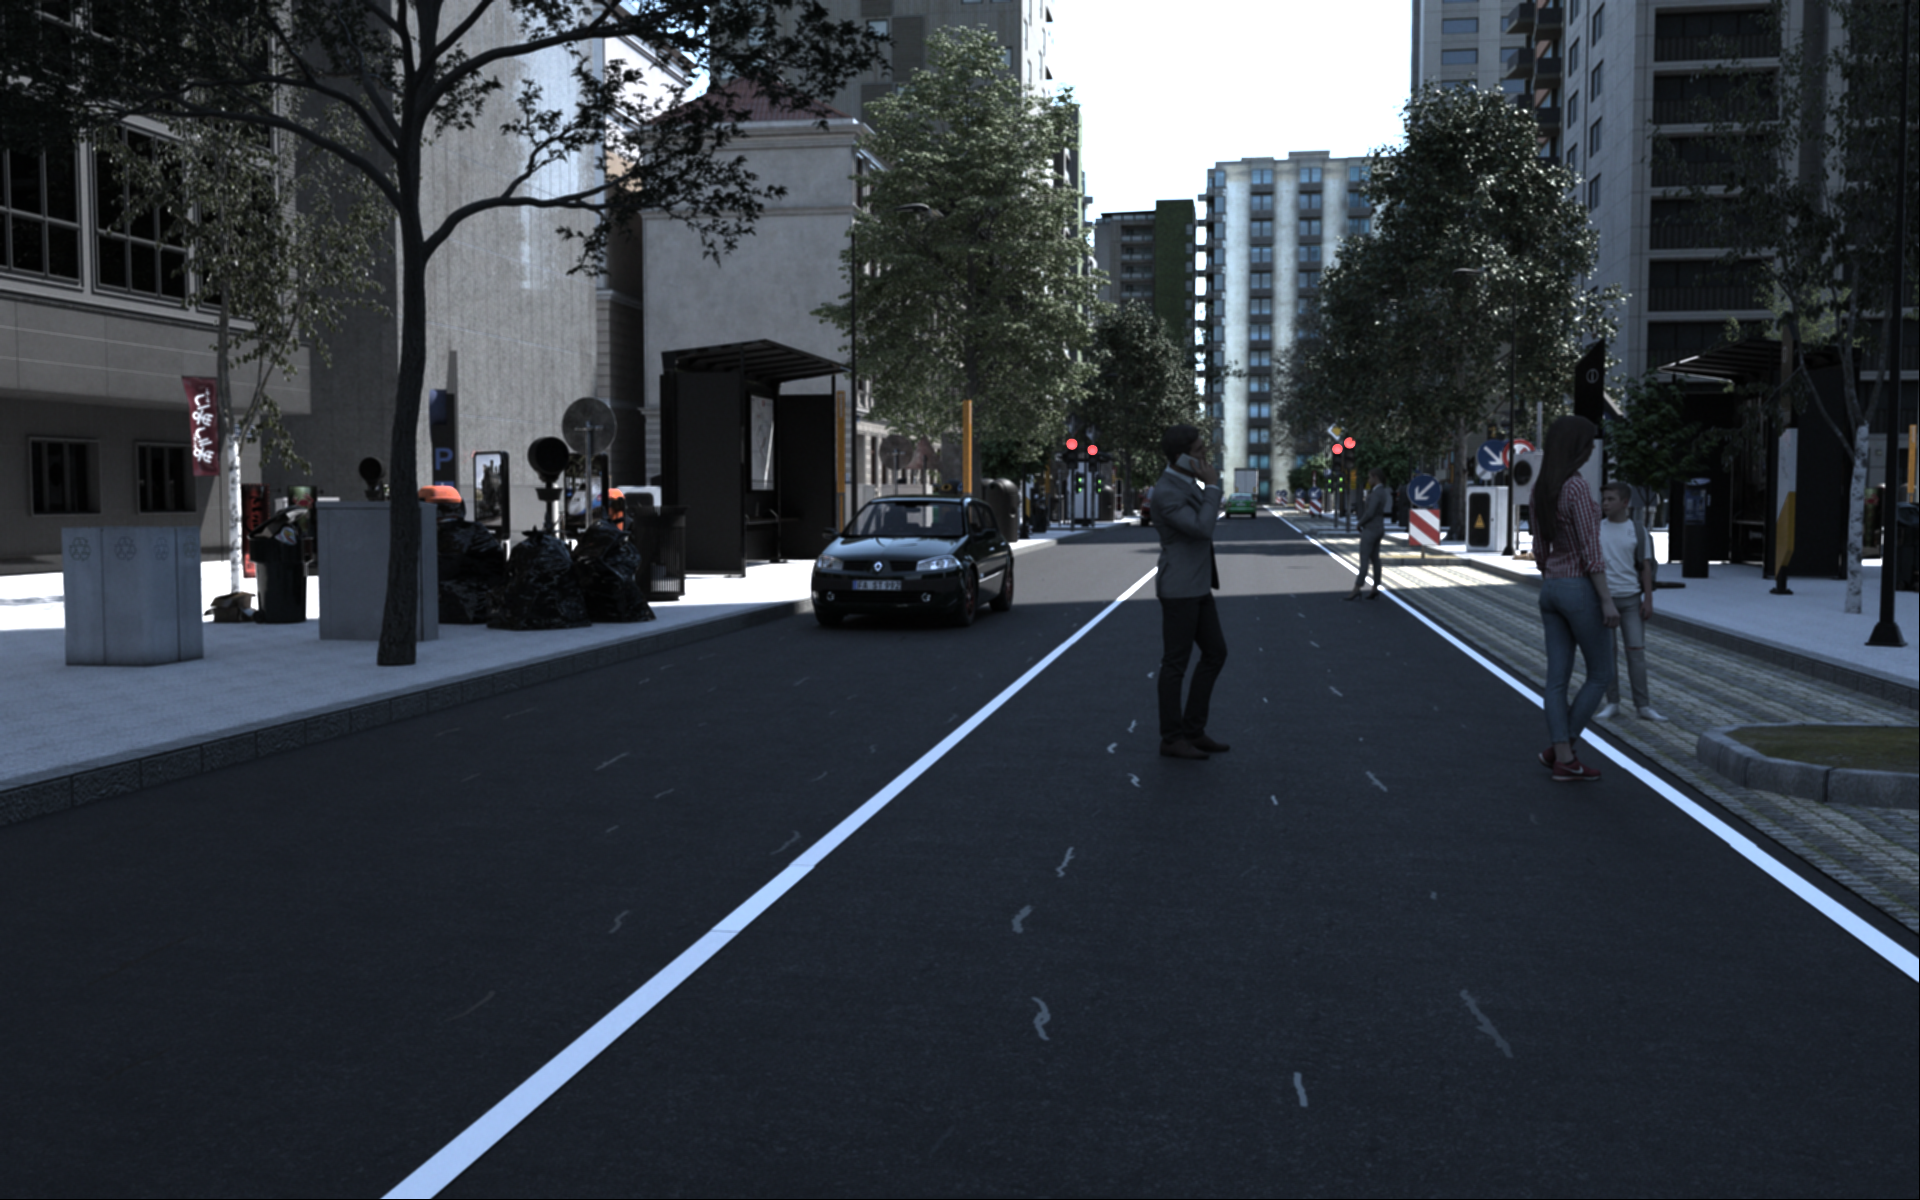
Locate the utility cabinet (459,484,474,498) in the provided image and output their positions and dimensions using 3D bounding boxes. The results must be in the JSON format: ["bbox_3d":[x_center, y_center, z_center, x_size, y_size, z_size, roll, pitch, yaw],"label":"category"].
[{"bbox_3d":[-10.496,-1.734,37.037,1.173,1.500,0.318,2,4,29],"label":"utility cabinet"}]

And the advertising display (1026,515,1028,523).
[{"bbox_3d":[2.886,-4.237,74.481,0.123,1.923,0.974,1,4,18],"label":"advertising display"}]

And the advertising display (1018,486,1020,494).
[{"bbox_3d":[4.192,-7.419,126.512,0.974,1.923,0.123,1,4,17],"label":"advertising display"}]

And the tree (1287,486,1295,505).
[{"bbox_3d":[41.144,-13.345,212.785,1.663,3.219,1.824,0,3,0],"label":"tree"}]

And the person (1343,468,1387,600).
[{"bbox_3d":[5.506,-0.903,23.536,0.573,1.790,0.520,1,4,10],"label":"person"}]

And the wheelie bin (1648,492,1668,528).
[{"bbox_3d":[26.441,-3.536,65.729,0.693,1.594,0.980,3,4,37],"label":"wheelie bin"}]

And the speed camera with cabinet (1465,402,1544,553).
[{"bbox_3d":[11.938,-2.653,37.708,0.660,3.252,2.038,-2,4,-26],"label":"speed camera with cabinet"}]

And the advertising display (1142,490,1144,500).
[{"bbox_3d":[13.875,-7.703,131.164,0.123,1.923,0.974,1,4,8],"label":"advertising display"}]

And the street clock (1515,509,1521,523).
[{"bbox_3d":[25.136,-4.493,78.024,0.358,2.002,0.471,-3,4,-38],"label":"street clock"}]

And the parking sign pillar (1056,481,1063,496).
[{"bbox_3d":[6.888,-7.583,112.451,1.447,3.967,1.447,3,4,39],"label":"parking sign pillar"}]

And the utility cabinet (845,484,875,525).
[{"bbox_3d":[-2.229,-1.766,37.555,0.318,1.500,1.173,-2,4,-31],"label":"utility cabinet"}]

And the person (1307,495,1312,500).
[{"bbox_3d":[44.530,-12.943,220.651,0.750,1.759,0.617,1,4,12],"label":"person"}]

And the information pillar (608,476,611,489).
[{"bbox_3d":[-14.579,-4.104,71.588,0.304,2.012,0.304,0,4,-3],"label":"information pillar"}]

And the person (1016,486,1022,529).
[{"bbox_3d":[2.103,-3.410,64.795,0.519,1.759,0.362,3,5,42],"label":"person"}]

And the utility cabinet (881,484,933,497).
[{"bbox_3d":[-1.174,-1.824,38.501,1.173,1.500,0.318,2,4,31],"label":"utility cabinet"}]

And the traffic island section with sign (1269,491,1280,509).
[{"bbox_3d":[30.953,-9.637,166.198,1.989,1.847,2.006,1,4,9],"label":"traffic island section with sign"}]

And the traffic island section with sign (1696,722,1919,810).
[{"bbox_3d":[4.852,0.000,8.635,1.989,1.847,2.006,1,4,9],"label":"traffic island section with sign"}]

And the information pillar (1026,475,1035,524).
[{"bbox_3d":[2.878,-4.976,72.719,0.504,3.616,0.183,2,4,27],"label":"information pillar"}]

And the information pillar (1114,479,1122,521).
[{"bbox_3d":[7.687,-4.871,84.140,0.304,2.012,0.304,-1,4,-12],"label":"information pillar"}]

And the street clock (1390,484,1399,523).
[{"bbox_3d":[18.957,-4.344,75.598,0.358,2.002,0.471,3,4,37],"label":"street clock"}]

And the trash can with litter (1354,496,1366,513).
[{"bbox_3d":[27.770,-6.653,120.157,0.624,1.170,1.055,-3,5,-43],"label":"trash can with litter"}]

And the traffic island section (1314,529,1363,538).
[{"bbox_3d":[13.004,-2.180,57.930,2.009,0.180,2.903,1,4,9],"label":"traffic island section"}]

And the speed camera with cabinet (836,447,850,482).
[{"bbox_3d":[-4.812,-4.754,72.069,0.660,3.252,2.038,-1,4,-12],"label":"speed camera with cabinet"}]

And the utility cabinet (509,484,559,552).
[{"bbox_3d":[-9.305,-1.762,37.481,1.173,1.500,0.318,0,4,2],"label":"utility cabinet"}]

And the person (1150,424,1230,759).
[{"bbox_3d":[1.265,-0.047,9.448,0.473,1.802,0.592,2,4,31],"label":"person"}]

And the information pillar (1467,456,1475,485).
[{"bbox_3d":[31.377,-7.038,106.423,0.183,3.616,0.504,-3,5,-40],"label":"information pillar"}]

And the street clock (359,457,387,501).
[{"bbox_3d":[-11.591,-1.814,34.229,0.471,2.002,0.358,0,4,7],"label":"street clock"}]

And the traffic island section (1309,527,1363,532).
[{"bbox_3d":[14.309,-2.662,65.808,2.009,0.180,2.903,1,4,9],"label":"traffic island section"}]

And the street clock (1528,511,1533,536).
[{"bbox_3d":[17.681,-2.993,53.502,0.471,2.002,0.358,1,4,20],"label":"street clock"}]

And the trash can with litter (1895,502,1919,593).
[{"bbox_3d":[12.667,-0.695,22.751,0.624,1.170,1.055,0,4,-8],"label":"trash can with litter"}]

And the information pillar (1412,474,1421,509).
[{"bbox_3d":[16.951,-3.660,64.325,0.304,2.012,0.304,2,4,27],"label":"information pillar"}]

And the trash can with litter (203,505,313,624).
[{"bbox_3d":[-7.014,-0.359,17.259,1.055,1.170,0.624,0,4,5],"label":"trash can with litter"}]

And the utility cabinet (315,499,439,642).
[{"bbox_3d":[-5.128,-0.251,15.269,1.020,1.237,0.306,1,4,13],"label":"utility cabinet"}]

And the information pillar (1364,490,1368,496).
[{"bbox_3d":[32.554,-9.044,139.228,0.504,3.616,0.183,-1,4,-19],"label":"information pillar"}]

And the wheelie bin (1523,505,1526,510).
[{"bbox_3d":[33.896,-5.927,104.810,0.980,1.594,0.693,-1,4,-9],"label":"wheelie bin"}]

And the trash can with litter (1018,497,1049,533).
[{"bbox_3d":[2.382,-2.801,57.186,1.055,1.170,0.624,1,4,21],"label":"trash can with litter"}]

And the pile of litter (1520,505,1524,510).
[{"bbox_3d":[31.724,-5.182,98.683,1.176,0.858,1.719,0,4,-8],"label":"pile of litter"}]

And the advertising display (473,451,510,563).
[{"bbox_3d":[-7.123,-1.293,26.355,0.123,1.923,0.974,-3,5,-40],"label":"advertising display"}]

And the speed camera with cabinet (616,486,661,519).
[{"bbox_3d":[-6.388,-2.631,37.357,2.038,3.252,0.660,-1,4,-13],"label":"speed camera with cabinet"}]

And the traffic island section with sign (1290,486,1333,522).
[{"bbox_3d":[18.343,-4.982,90.075,1.989,1.847,2.006,1,4,9],"label":"traffic island section with sign"}]

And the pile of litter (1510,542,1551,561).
[{"bbox_3d":[11.418,-1.180,33.260,1.176,0.858,1.719,-2,4,-26],"label":"pile of litter"}]

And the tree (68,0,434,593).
[{"bbox_3d":[-8.930,-4.366,21.754,4.360,8.622,3.978,0,3,0],"label":"tree"}]

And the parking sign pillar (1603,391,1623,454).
[{"bbox_3d":[14.909,-3.173,40.344,1.447,3.967,1.447,-1,4,-9],"label":"parking sign pillar"}]

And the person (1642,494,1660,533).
[{"bbox_3d":[23.636,-3.101,59.395,0.606,1.804,0.583,1,4,11],"label":"person"}]

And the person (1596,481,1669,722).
[{"bbox_3d":[4.210,0.007,10.982,0.503,1.515,0.523,0,4,-8],"label":"person"}]

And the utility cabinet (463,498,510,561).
[{"bbox_3d":[-7.971,-1.065,28.567,1.020,1.237,0.306,0,3,0],"label":"utility cabinet"}]

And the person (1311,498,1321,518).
[{"bbox_3d":[19.367,-5.266,94.376,0.755,1.850,0.659,3,4,36],"label":"person"}]

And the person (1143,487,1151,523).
[{"bbox_3d":[9.326,-4.730,86.005,0.590,1.801,0.661,0,4,-2],"label":"person"}]

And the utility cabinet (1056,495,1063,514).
[{"bbox_3d":[4.794,-4.358,82.412,0.306,1.237,1.020,1,4,13],"label":"utility cabinet"}]

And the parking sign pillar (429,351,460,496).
[{"bbox_3d":[-9.495,-2.661,31.976,1.447,3.967,1.447,-1,4,-13],"label":"parking sign pillar"}]

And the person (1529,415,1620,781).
[{"bbox_3d":[3.077,-0.008,8.646,0.388,1.821,0.555,-2,4,-25],"label":"person"}]

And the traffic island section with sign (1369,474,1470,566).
[{"bbox_3d":[9.254,-1.627,35.230,1.989,1.847,2.006,1,4,9],"label":"traffic island section with sign"}]

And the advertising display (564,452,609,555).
[{"bbox_3d":[-5.841,-1.338,27.090,0.974,1.923,0.123,3,5,41],"label":"advertising display"}]

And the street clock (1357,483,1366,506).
[{"bbox_3d":[21.160,-5.305,91.312,0.358,2.002,0.471,-1,4,-22],"label":"street clock"}]

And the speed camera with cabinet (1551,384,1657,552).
[{"bbox_3d":[11.454,-2.226,30.727,2.038,3.252,0.660,-2,4,-27],"label":"speed camera with cabinet"}]

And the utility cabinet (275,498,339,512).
[{"bbox_3d":[-11.088,-1.119,29.453,0.306,1.237,1.020,3,5,40],"label":"utility cabinet"}]

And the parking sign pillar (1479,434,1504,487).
[{"bbox_3d":[22.877,-5.266,74.572,1.447,3.967,1.447,-3,5,-41],"label":"parking sign pillar"}]

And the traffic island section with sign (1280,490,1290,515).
[{"bbox_3d":[22.755,-6.608,116.668,1.989,1.847,2.006,1,4,9],"label":"traffic island section with sign"}]

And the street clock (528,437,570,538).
[{"bbox_3d":[-5.223,-1.068,22.035,0.471,2.002,0.358,-2,4,-35],"label":"street clock"}]
